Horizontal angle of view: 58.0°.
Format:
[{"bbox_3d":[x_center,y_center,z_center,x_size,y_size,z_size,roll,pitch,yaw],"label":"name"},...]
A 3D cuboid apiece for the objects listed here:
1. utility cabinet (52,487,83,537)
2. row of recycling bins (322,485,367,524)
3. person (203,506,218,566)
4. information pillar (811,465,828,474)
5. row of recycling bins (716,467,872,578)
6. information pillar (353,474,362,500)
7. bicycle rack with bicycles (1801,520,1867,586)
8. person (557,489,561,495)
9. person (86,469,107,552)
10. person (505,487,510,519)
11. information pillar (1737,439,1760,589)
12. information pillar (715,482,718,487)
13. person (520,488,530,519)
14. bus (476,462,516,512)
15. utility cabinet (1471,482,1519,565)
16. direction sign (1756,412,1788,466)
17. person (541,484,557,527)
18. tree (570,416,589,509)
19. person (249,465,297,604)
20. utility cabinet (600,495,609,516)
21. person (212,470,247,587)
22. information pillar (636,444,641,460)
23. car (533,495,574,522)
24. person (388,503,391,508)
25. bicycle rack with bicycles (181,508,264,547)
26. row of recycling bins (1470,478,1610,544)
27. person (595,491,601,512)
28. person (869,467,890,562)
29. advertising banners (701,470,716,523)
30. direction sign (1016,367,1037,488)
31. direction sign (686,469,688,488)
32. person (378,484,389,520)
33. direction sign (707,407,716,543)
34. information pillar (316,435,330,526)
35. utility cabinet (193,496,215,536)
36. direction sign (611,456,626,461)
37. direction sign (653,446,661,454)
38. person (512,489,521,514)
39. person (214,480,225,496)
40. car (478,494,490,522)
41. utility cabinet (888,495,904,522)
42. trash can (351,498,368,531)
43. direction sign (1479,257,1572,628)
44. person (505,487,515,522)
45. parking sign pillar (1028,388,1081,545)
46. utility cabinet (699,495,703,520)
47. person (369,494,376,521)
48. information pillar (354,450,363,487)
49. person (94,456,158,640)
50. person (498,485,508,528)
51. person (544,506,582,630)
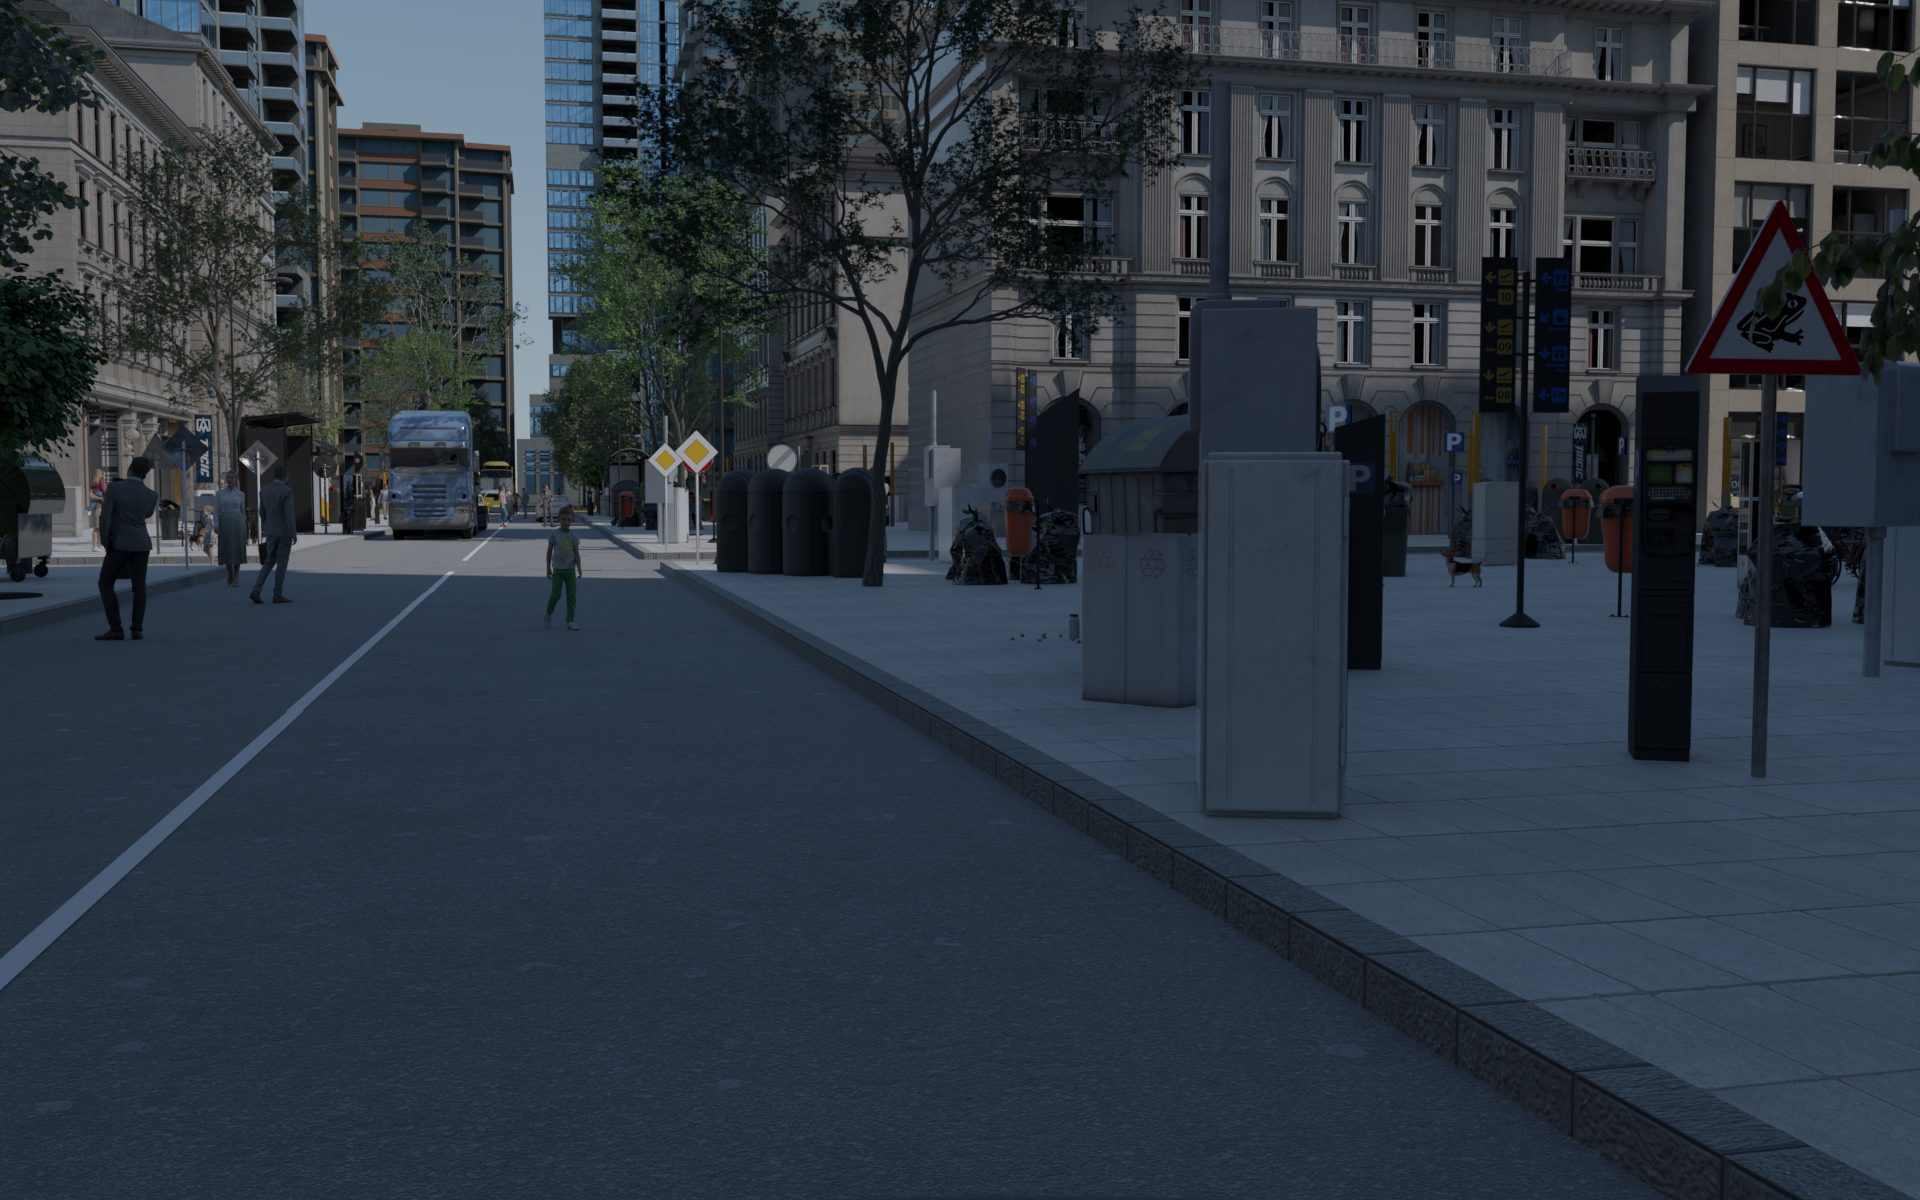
[{"bbox_3d":[-26.331,-2.569,50.686,1.173,1.500,0.318,0,4,6],"label":"utility cabinet"},{"bbox_3d":[-27.404,-4.138,74.777,3.534,1.692,1.069,0,4,-1],"label":"row of recycling bins"},{"bbox_3d":[-14.412,-1.219,33.451,0.382,1.210,0.505,-3,5,-40],"label":"person"},{"bbox_3d":[-3.547,-2.411,43.914,0.304,2.012,0.304,3,4,39],"label":"information pillar"},{"bbox_3d":[-2.612,-1.256,27.644,3.534,1.692,1.069,3,5,42],"label":"row of recycling bins"},{"bbox_3d":[-22.618,-3.694,64.884,0.304,2.012,0.304,1,4,15],"label":"information pillar"},{"bbox_3d":[12.481,-0.631,23.692,2.925,0.926,2.852,-1,4,-23],"label":"bicycle rack with bicycles"},{"bbox_3d":[-28.351,-6.988,122.779,0.705,1.821,1.348,-1,4,-16],"label":"person"},{"bbox_3d":[-19.063,-1.980,38.385,0.573,1.828,0.580,-3,4,-38],"label":"person"},{"bbox_3d":[-25.928,-5.545,98.970,0.447,1.846,0.655,0,4,0],"label":"person"},{"bbox_3d":[10.691,-1.150,23.298,0.304,2.012,0.304,0,4,-3],"label":"information pillar"},{"bbox_3d":[-14.988,-6.268,106.974,0.304,2.012,0.304,2,4,24],"label":"information pillar"},{"bbox_3d":[-25.413,-5.658,101.111,0.391,1.810,0.635,1,4,11],"label":"person"},{"bbox_3d":[-36.012,-8.751,134.629,2.896,3.916,12.252,-1,4,-14],"label":"bus"},{"bbox_3d":[9.690,-1.376,31.175,1.173,1.500,0.318,-3,4,-38],"label":"utility cabinet"},{"bbox_3d":[22.260,-3.399,47.577,0.876,3.537,0.379,0,4,-3],"label":"direction sign"},{"bbox_3d":[-17.721,-4.057,74.630,0.655,1.846,0.447,-3,5,-39],"label":"person"},{"bbox_3d":[-31.773,-11.913,145.133,4.737,8.622,4.395,0,3,0],"label":"tree"},{"bbox_3d":[-8.971,-0.867,22.791,0.709,1.813,0.853,1,4,17],"label":"person"},{"bbox_3d":[-20.197,-5.430,99.938,1.020,1.237,0.306,-2,4,-30],"label":"utility cabinet"},{"bbox_3d":[-11.296,-1.107,26.829,0.478,1.798,0.641,-1,4,-17],"label":"person"},{"bbox_3d":[-15.126,-5.540,81.936,0.183,3.616,0.504,3,4,36],"label":"information pillar"},{"bbox_3d":[-21.100,-4.754,90.090,2.083,1.381,4.827,-1,4,-15],"label":"car"},{"bbox_3d":[-48.903,-8.695,148.720,1.217,1.766,0.721,1,4,9],"label":"person"},{"bbox_3d":[-18.182,-1.843,43.520,2.852,0.926,2.925,-1,4,-8],"label":"bicycle rack with bicycles"},{"bbox_3d":[15.057,-2.322,45.078,3.534,1.692,1.069,2,4,27],"label":"row of recycling bins"},{"bbox_3d":[-25.406,-7.025,121.449,0.434,1.755,0.990,-2,4,-31],"label":"person"},{"bbox_3d":[-1.606,-1.606,32.475,0.466,1.800,0.511,2,4,31],"label":"person"},{"bbox_3d":[-11.090,-4.994,77.844,0.090,3.025,2.074,-3,5,-41],"label":"advertising banners"},{"bbox_3d":[1.203,-2.407,31.349,0.379,3.537,0.876,2,4,26],"label":"direction sign"},{"bbox_3d":[-13.449,-5.703,85.245,0.379,3.537,0.876,-1,4,-15],"label":"direction sign"},{"bbox_3d":[-28.499,-4.870,85.933,0.678,1.792,0.850,-3,4,-39],"label":"person"},{"bbox_3d":[-6.461,-3.267,45.412,0.379,3.537,0.876,-1,4,-9],"label":"direction sign"},{"bbox_3d":[-25.396,-4.751,69.028,0.183,3.616,0.504,2,4,29],"label":"information pillar"},{"bbox_3d":[-22.817,-2.550,52.858,1.020,1.237,0.306,0,4,3],"label":"utility cabinet"},{"bbox_3d":[-20.047,-6.715,101.786,0.876,3.537,0.379,0,4,-4],"label":"direction sign"},{"bbox_3d":[-14.207,-5.480,81.594,0.379,3.537,0.876,1,4,18],"label":"direction sign"},{"bbox_3d":[-31.234,-6.903,121.464,1.348,1.812,0.705,1,4,21],"label":"person"},{"bbox_3d":[-24.690,-3.131,57.727,0.515,1.767,0.782,0,4,1],"label":"person"},{"bbox_3d":[-24.570,-4.684,86.809,2.015,1.641,3.980,-1,4,-12],"label":"car"},{"bbox_3d":[-2.937,-4.137,78.793,0.306,1.237,1.020,-3,4,-36],"label":"utility cabinet"},{"bbox_3d":[-21.016,-2.978,60.344,0.748,1.137,0.748,0,3,0],"label":"trash can"},{"bbox_3d":[5.417,-1.508,16.656,0.876,3.537,0.379,0,4,-3],"label":"direction sign"},{"bbox_3d":[-23.400,-4.956,89.753,0.478,1.798,0.641,2,4,29],"label":"person"},{"bbox_3d":[2.358,-3.399,44.047,1.447,3.967,1.447,0,4,-4],"label":"parking sign pillar"},{"bbox_3d":[-12.962,-4.677,87.629,0.306,1.237,1.020,1,4,22],"label":"utility cabinet"},{"bbox_3d":[-28.280,-4.465,83.324,0.394,1.301,0.425,-2,4,-32],"label":"person"},{"bbox_3d":[-31.899,-6.151,91.923,0.504,3.616,0.183,-3,5,-44],"label":"information pillar"},{"bbox_3d":[-8.218,-0.513,17.063,0.592,1.802,0.473,-2,4,-34],"label":"person"},{"bbox_3d":[-19.567,-4.014,74.139,0.388,1.821,0.555,-1,4,-21],"label":"person"},{"bbox_3d":[-4.223,-0.345,18.382,0.306,1.304,0.590,-3,5,-42],"label":"person"}]
